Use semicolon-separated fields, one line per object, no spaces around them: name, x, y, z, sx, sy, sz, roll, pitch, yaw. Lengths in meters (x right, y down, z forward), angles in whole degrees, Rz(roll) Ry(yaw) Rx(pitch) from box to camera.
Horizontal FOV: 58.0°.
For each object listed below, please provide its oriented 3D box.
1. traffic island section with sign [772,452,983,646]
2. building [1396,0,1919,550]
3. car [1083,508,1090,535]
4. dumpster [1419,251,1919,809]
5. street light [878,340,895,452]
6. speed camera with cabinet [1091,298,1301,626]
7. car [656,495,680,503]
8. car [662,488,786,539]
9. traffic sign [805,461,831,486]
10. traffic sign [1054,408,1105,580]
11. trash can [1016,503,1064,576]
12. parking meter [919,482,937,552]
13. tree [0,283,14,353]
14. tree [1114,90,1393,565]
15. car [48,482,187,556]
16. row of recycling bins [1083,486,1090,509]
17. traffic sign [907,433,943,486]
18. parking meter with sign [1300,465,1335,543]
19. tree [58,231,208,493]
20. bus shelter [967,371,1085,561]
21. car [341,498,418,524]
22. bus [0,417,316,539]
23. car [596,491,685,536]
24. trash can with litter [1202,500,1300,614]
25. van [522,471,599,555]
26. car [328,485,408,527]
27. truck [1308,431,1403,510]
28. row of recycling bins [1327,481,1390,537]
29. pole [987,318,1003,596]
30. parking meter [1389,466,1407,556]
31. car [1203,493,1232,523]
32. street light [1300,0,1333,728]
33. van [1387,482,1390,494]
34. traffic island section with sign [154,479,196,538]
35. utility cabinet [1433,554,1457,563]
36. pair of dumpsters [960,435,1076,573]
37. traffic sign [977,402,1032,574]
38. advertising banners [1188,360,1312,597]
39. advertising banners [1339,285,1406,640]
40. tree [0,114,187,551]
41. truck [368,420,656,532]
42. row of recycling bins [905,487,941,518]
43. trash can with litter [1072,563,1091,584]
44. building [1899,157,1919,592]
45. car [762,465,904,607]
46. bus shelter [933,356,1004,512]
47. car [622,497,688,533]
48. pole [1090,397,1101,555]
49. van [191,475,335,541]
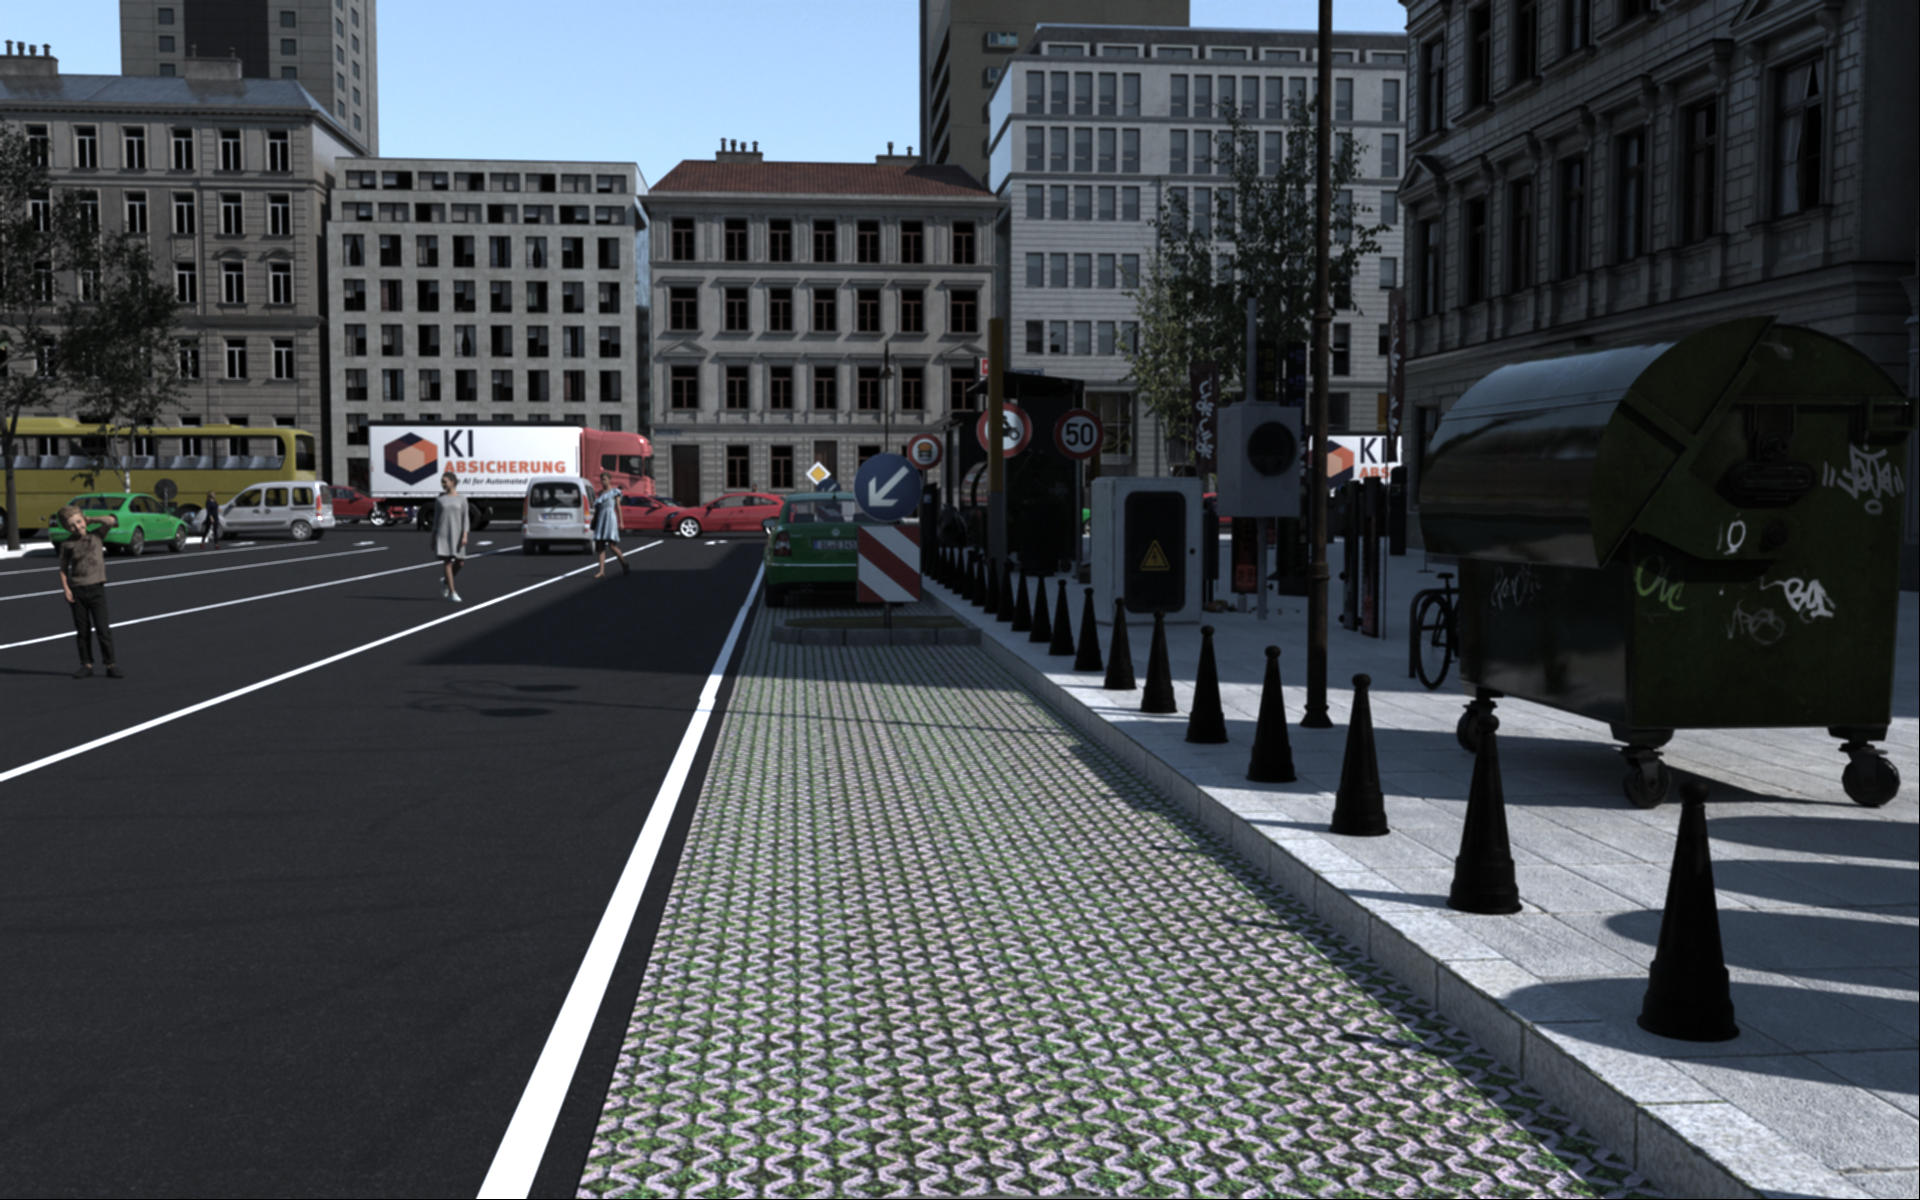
traffic island section with sign;-0.859;-0.522;17.167;1.989;1.847;2.006;0;4;-5
building;16.051;-10.289;32.857;10.561;19.102;19.286;0;4;-5
car;2.790;-2.866;55.662;4.718;1.807;1.959;0;4;-4
dumpster;3.133;-0.325;7.815;1.502;2.255;1.985;0;4;-5
street light;-2.209;-4.857;52.197;0.468;5.910;1.993;0;4;-5
speed camera with cabinet;2.349;-1.399;17.202;2.038;3.252;0.660;-1;4;-18
car;-15.785;-4.380;83.411;4.920;1.459;2.131;0;4;-4
car;-7.485;-2.916;56.722;4.494;1.783;2.155;0;4;-4
traffic sign;-4.285;-2.982;52.400;0.795;2.450;0.064;0;4;-5
traffic sign;1.775;-1.577;25.888;0.768;2.556;0.104;0;4;-5
trash can;1.250;-0.946;27.127;0.748;1.137;0.748;0;3;0
parking meter;-0.665;-1.695;36.117;0.372;1.533;0.369;0;3;0
tree;-21.406;-6.643;28.075;9.611;12.733;9.660;0;3;0
tree;5.519;-4.933;31.024;4.737;8.622;4.395;0;3;0
car;-19.883;-1.975;41.080;1.959;1.807;4.718;0;4;-5
row of recycling bins;9.932;-8.190;141.020;1.069;1.692;3.534;-3;4;-37
traffic sign;-0.735;-2.219;36.391;0.768;2.556;0.104;0;4;-3
parking meter with sign;8.858;-2.982;45.020;1.738;3.016;0.543;-1;4;-11
tree;-23.206;-5.833;48.187;4.360;8.622;3.978;0;3;0
bus shelter;1.303;-2.741;36.104;1.731;3.624;6.357;0;4;-5
car;-28.380;-4.376;84.126;3.894;1.354;1.945;0;4;-6
bus;-27.506;-3.952;56.166;12.252;3.916;2.896;0;4;-5
car;-10.962;-3.096;59.666;4.494;1.783;2.155;0;4;-5
trash can with litter;2.842;-0.519;19.538;1.678;1.210;2.233;0;3;0
van;-9.583;-2.145;42.074;2.013;2.044;4.112;0;4;-6
car;-27.225;-4.167;76.800;5.304;1.827;2.281;0;4;-4
truck;17.178;-5.450;78.025;11.283;4.237;2.839;0;4;-7
row of recycling bins;12.155;-2.790;52.737;3.534;1.692;1.069;2;4;35
pole;0.414;-1.615;20.256;0.158;3.312;0.155;0;3;0
parking meter;9.163;-1.865;36.208;0.255;1.863;0.399;2;4;31
car;11.566;-4.017;74.715;4.494;1.783;2.155;0;4;-7
street light;1.970;-2.239;9.392;0.468;5.910;1.993;0;4;-5
van;15.986;-3.061;57.059;4.112;2.044;2.013;0;4;-4
traffic island section with sign;-23.534;-2.614;50.872;2.006;1.907;1.989;0;4;-5
utility cabinet;9.235;-1.301;32.429;0.306;1.237;1.020;-1;4;-13
pair of dumpsters;1.000;-1.694;30.192;1.574;2.255;4.437;0;4;-6
traffic sign;0.618;-1.470;24.133;0.768;2.556;0.104;0;4;4
advertising banners;3.720;-1.596;22.274;0.090;3.025;2.074;-3;5;-41
advertising banners;3.707;-1.187;15.597;0.090;3.025;2.074;0;4;0
tree;-22.521;-6.383;41.234;8.767;10.594;7.601;0;4;-5
truck;-16.917;-4.796;67.321;11.283;4.237;2.839;0;4;-5
row of recycling bins;-2.177;-5.173;91.687;3.534;1.692;1.069;1;4;17
trash can with litter;2.115;-0.813;24.673;1.055;1.170;0.624;1;4;22
building;17.990;-10.084;14.024;9.793;20.994;18.267;0;4;-5
car;-1.700;-0.885;23.274;1.959;1.807;4.718;0;4;-5
bus shelter;0.447;-4.321;48.288;2.179;5.291;8.768;0;4;-5
car;-10.952;-3.170;64.403;3.894;1.354;1.945;0;4;-7
pole;2.854;-2.611;36.530;0.158;3.312;0.155;0;3;0
van;-21.710;-2.869;53.927;4.112;2.044;2.013;0;4;-5
